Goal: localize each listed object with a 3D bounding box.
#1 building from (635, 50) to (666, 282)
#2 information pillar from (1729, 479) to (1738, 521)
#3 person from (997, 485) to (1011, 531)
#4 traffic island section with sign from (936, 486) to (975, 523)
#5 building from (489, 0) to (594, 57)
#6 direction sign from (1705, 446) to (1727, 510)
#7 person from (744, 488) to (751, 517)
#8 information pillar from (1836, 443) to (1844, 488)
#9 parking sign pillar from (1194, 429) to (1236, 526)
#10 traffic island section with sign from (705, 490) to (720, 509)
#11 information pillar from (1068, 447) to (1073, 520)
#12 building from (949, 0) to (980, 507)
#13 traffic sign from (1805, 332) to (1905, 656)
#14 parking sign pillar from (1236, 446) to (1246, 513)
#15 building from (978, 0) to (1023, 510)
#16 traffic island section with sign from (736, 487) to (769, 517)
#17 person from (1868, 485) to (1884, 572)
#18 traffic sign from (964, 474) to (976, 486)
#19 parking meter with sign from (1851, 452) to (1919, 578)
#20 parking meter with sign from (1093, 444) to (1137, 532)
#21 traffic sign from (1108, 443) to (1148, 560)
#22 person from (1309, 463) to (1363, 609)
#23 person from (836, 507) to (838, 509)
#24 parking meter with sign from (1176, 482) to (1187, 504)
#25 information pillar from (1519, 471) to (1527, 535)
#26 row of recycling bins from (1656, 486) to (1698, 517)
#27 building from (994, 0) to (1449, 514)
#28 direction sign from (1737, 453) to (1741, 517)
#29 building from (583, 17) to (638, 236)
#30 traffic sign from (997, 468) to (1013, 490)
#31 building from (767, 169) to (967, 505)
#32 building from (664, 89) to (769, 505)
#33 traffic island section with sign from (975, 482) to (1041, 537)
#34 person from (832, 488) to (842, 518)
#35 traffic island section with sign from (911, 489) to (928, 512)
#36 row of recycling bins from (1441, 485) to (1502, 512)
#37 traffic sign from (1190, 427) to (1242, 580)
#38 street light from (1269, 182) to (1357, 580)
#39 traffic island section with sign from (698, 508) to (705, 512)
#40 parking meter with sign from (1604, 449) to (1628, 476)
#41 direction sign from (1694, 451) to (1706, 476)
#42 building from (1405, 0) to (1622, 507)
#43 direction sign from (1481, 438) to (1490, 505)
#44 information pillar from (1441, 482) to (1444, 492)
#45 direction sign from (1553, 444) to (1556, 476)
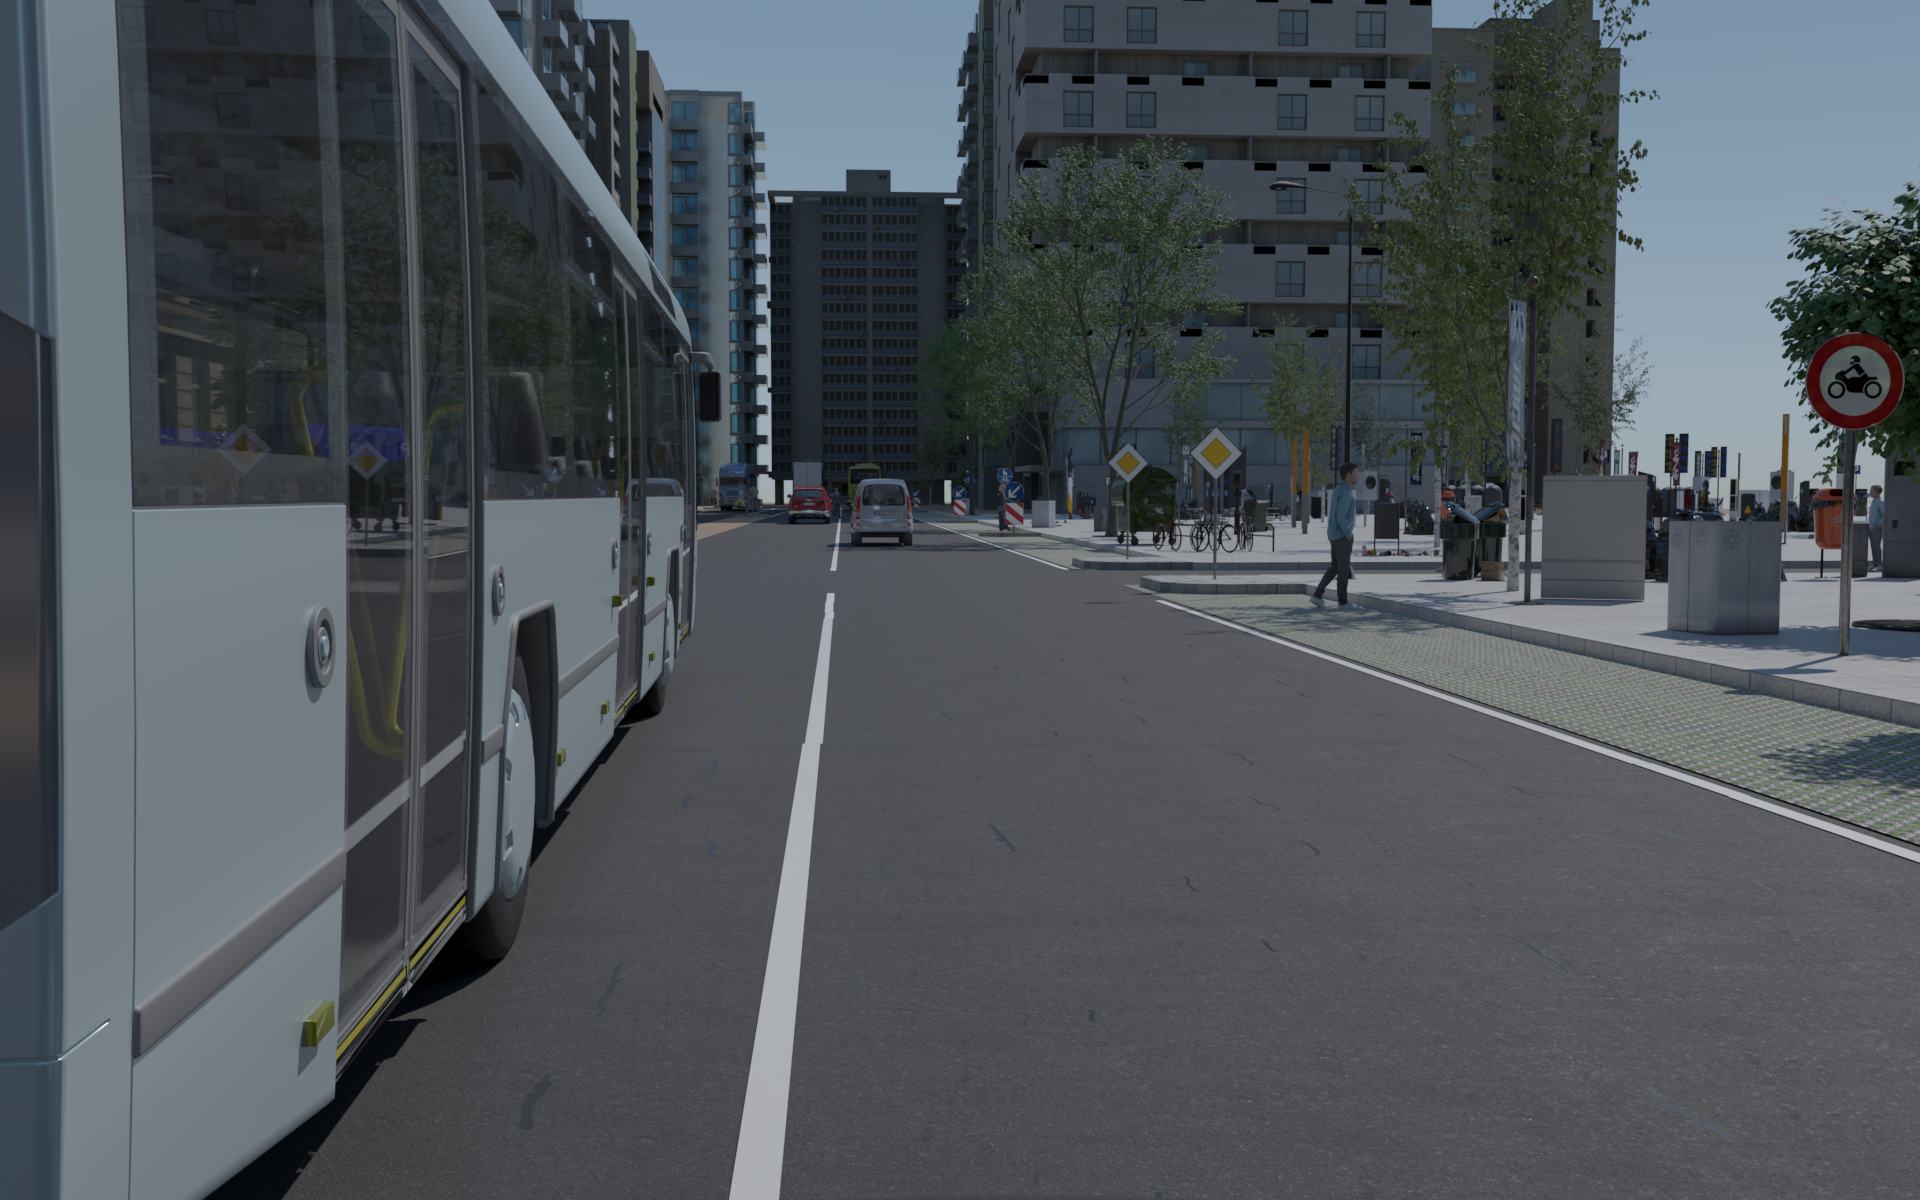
[{"bbox_3d":[-37.080,-31.942,172.358,14.200,45.320,14.600,0,4,-4],"label":"building"},{"bbox_3d":[37.199,-4.818,83.272,0.304,2.012,0.304,3,4,38],"label":"information pillar"},{"bbox_3d":[1.568,-3.286,62.647,0.534,1.772,0.576,-1,4,-13],"label":"person"},{"bbox_3d":[-0.170,-4.706,85.573,1.989,1.847,2.006,0,4,-4],"label":"traffic island section with sign"},{"bbox_3d":[-37.964,-30.713,121.770,23.786,49.044,30.456,0,4,-4],"label":"building"},{"bbox_3d":[36.152,-5.540,82.582,0.379,3.537,0.876,-2,4,-27],"label":"direction sign"},{"bbox_3d":[-12.900,-5.921,105.589,0.573,1.790,0.520,-3,5,-43],"label":"person"},{"bbox_3d":[35.673,-4.808,69.959,0.504,3.616,0.183,1,4,9],"label":"information pillar"},{"bbox_3d":[10.355,-5.059,71.179,1.447,3.967,1.447,0,4,-4],"label":"parking sign pillar"},{"bbox_3d":[-22.955,-9.376,161.924,1.989,1.847,2.006,0,4,-4],"label":"traffic island section with sign"},{"bbox_3d":[5.513,-5.832,86.706,0.183,3.616,0.504,1,4,20],"label":"information pillar"},{"bbox_3d":[11.273,-33.452,166.552,23.786,49.044,30.456,0,4,-4],"label":"building"},{"bbox_3d":[7.029,-0.831,13.701,0.768,2.556,0.104,0,4,2],"label":"traffic sign"},{"bbox_3d":[15.237,-6.575,95.980,1.447,3.967,1.447,-2,4,-33],"label":"parking sign pillar"},{"bbox_3d":[8.411,-28.179,144.318,14.154,41.232,14.086,0,4,-4],"label":"building"},{"bbox_3d":[-12.912,-6.098,107.839,2.006,1.907,1.989,0,4,-4],"label":"traffic island section with sign"},{"bbox_3d":[16.973,-1.333,32.098,0.330,1.601,0.589,1,4,14],"label":"person"},{"bbox_3d":[0.636,-6.614,108.247,0.768,2.556,0.104,0,4,4],"label":"traffic sign"},{"bbox_3d":[14.525,-1.851,26.527,1.738,3.016,0.543,2,4,27],"label":"parking meter with sign"},{"bbox_3d":[5.300,-3.869,59.511,0.543,3.016,1.738,3,5,45],"label":"parking meter with sign"},{"bbox_3d":[3.280,-1.850,33.883,0.795,2.450,0.064,0,4,-4],"label":"traffic sign"},{"bbox_3d":[4.688,-0.798,21.568,0.620,1.820,0.660,0,4,-4],"label":"person"},{"bbox_3d":[-12.110,-9.747,168.394,0.750,1.759,0.617,3,5,43],"label":"person"},{"bbox_3d":[11.719,-6.088,95.792,1.738,3.016,0.543,1,4,16],"label":"parking meter with sign"},{"bbox_3d":[17.582,-3.056,54.456,0.304,2.012,0.304,-2,4,-35],"label":"information pillar"},{"bbox_3d":[41.019,-5.743,101.011,3.534,1.692,1.069,1,4,12],"label":"row of recycling bins"},{"bbox_3d":[16.855,-32.678,123.518,28.713,52.752,27.495,0,4,-4],"label":"building"},{"bbox_3d":[42.717,-6.301,95.015,0.379,3.537,0.876,2,4,30],"label":"direction sign"},{"bbox_3d":[-34.676,-28.191,144.510,14.154,41.232,14.086,0,4,-4],"label":"building"},{"bbox_3d":[2.236,-5.249,85.932,0.768,2.556,0.104,0,4,1],"label":"traffic sign"},{"bbox_3d":[-11.111,-31.692,210.052,23.993,40.220,32.217,0,4,-4],"label":"building"},{"bbox_3d":[-38.034,-35.768,204.423,30.456,49.044,23.786,0,4,-4],"label":"building"},{"bbox_3d":[1.647,-3.051,58.505,1.989,1.847,2.006,0,4,-4],"label":"traffic island section with sign"},{"bbox_3d":[-7.413,-5.867,104.601,0.661,1.801,0.590,-2,4,-28],"label":"person"},{"bbox_3d":[-3.554,-7.759,135.486,1.989,1.847,2.006,0,4,-4],"label":"traffic island section with sign"},{"bbox_3d":[23.866,-4.514,80.909,1.069,1.692,3.534,-2,4,-29],"label":"row of recycling bins"},{"bbox_3d":[3.818,-1.362,25.916,0.795,2.450,0.064,0,4,-4],"label":"traffic sign"},{"bbox_3d":[5.294,-3.268,25.965,1.470,5.913,1.316,0,4,-4],"label":"street light"},{"bbox_3d":[-21.098,-7.696,134.457,1.989,1.847,2.006,0,4,-4],"label":"traffic island section with sign"},{"bbox_3d":[25.908,-4.364,67.605,1.738,3.016,0.543,-1,4,-10],"label":"parking meter with sign"},{"bbox_3d":[38.810,-6.028,90.552,0.876,3.537,0.379,0,4,-3],"label":"direction sign"},{"bbox_3d":[54.072,-33.709,174.836,21.600,48.544,21.300,0,4,-4],"label":"building"},{"bbox_3d":[21.268,-4.779,70.132,0.379,3.537,0.876,3,4,38],"label":"direction sign"},{"bbox_3d":[28.780,-6.030,103.074,0.304,2.012,0.304,2,4,32],"label":"information pillar"},{"bbox_3d":[27.185,-5.338,79.266,0.379,3.537,0.876,1,4,13],"label":"direction sign"}]
